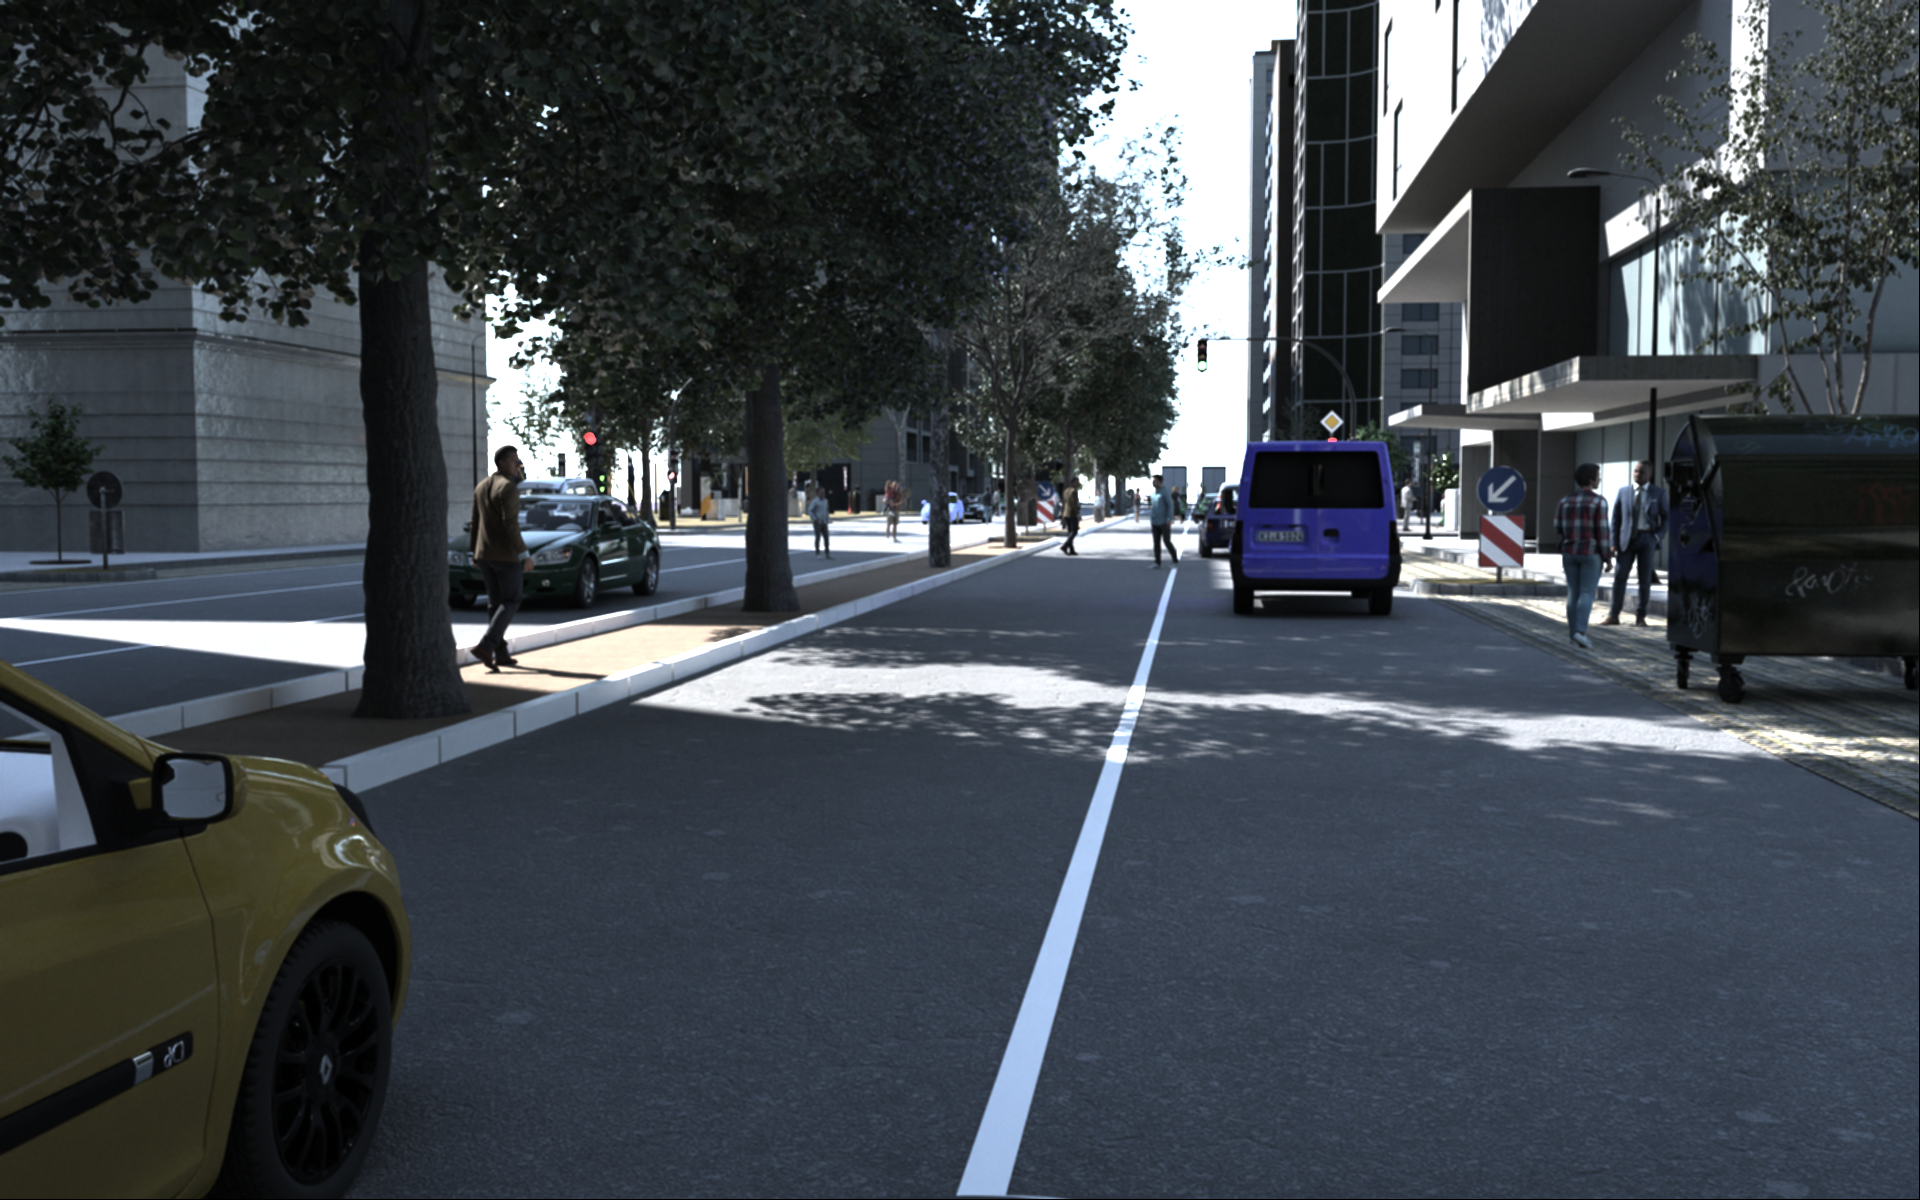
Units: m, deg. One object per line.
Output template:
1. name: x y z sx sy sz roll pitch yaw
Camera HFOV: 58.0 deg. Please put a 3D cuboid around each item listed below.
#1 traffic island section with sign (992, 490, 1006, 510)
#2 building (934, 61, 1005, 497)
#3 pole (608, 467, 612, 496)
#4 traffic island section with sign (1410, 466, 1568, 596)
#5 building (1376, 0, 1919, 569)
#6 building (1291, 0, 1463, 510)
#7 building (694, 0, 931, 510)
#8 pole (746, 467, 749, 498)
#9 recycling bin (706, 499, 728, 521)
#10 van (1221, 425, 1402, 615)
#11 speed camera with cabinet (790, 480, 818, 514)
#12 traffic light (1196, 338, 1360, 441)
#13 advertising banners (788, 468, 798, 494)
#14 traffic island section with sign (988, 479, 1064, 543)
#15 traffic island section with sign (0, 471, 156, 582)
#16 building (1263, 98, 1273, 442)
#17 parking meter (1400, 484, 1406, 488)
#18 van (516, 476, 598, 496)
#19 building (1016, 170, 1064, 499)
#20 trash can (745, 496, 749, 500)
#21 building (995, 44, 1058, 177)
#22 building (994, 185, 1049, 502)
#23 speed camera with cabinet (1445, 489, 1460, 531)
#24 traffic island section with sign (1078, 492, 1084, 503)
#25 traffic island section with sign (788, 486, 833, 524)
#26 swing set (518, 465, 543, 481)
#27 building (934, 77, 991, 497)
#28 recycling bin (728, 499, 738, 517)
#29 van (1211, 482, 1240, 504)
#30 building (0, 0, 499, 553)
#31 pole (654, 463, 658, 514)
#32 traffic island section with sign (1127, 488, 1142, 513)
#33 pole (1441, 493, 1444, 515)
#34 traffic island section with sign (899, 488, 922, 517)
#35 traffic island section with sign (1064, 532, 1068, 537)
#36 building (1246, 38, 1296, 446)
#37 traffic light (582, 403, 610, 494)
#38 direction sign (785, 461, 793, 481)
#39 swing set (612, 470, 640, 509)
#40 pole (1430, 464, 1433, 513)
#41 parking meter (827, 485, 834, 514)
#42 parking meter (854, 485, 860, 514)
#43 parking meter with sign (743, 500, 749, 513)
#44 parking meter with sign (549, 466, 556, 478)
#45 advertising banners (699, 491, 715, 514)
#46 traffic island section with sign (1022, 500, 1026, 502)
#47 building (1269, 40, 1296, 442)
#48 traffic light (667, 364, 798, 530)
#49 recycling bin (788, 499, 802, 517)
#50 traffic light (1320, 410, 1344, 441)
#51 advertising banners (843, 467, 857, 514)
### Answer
1. traffic island section with sign: 3.309 -9.243 159.756 1.989 1.847 2.006 0 4 8
2. building: -7.328 -34.660 186.294 23.786 49.044 30.456 0 4 8
3. pole: -17.658 -5.720 87.368 0.158 3.312 0.155 0 3 0
4. traffic island section with sign: 7.622 -1.012 25.181 1.989 1.847 2.006 0 4 8
5. building: 23.329 -27.168 33.443 28.713 52.752 27.495 0 4 8
6. building: 37.516 -43.474 149.058 20.563 71.187 20.611 0 4 8
7. building: -10.875 -43.299 146.190 20.563 71.187 20.611 0 4 8
8. pole: -15.737 -8.215 128.164 0.158 3.312 0.155 0 3 0
9. recycling bin: -11.893 -4.380 84.168 0.722 1.027 0.722 1 4 22
10. van: 4.463 -1.093 22.256 2.240 2.365 5.245 1 4 9
11. speed camera with cabinet: -10.282 -7.316 113.947 2.038 3.252 0.660 3 4 38
12. traffic light: 9.252 -4.624 50.265 4.771 5.953 1.251 0 4 8
13. advertising banners: -11.698 -7.365 116.612 2.074 3.025 0.090 2 4 32
14. traffic island section with sign: 1.937 -2.668 51.760 2.006 1.907 1.989 0 4 8
15. traffic island section with sign: -14.603 -1.237 28.849 1.989 1.847 2.006 0 4 8
16. building: 44.944 -34.855 189.486 23.786 49.044 30.456 0 4 8
17. parking meter: 26.598 -6.010 103.980 0.255 1.863 0.399 -3 5 -41
18. van: -10.105 -2.146 42.106 2.013 2.044 4.112 1 4 9
19. building: 4.580 -38.938 260.343 21.300 48.544 21.600 0 4 8
20. trash can: -14.125 -6.435 116.867 0.748 1.137 0.748 0 3 0
21. building: 7.438 -51.544 280.999 20.563 71.187 20.611 0 4 8
22. building: 0.356 -35.508 235.187 22.147 44.769 28.867 0 4 8
23. speed camera with cabinet: 18.082 -4.075 60.967 2.038 3.252 0.660 -2 4 -23
24. traffic island section with sign: 18.203 -15.904 268.660 1.989 1.847 2.006 0 4 8
25. traffic island section with sign: -7.178 -4.556 83.116 1.989 1.847 2.006 0 4 8
26. swing set: -23.521 -5.900 94.083 2.862 2.851 3.119 -2 4 -35
27. building: -4.893 -29.368 163.765 14.154 41.232 14.086 0 4 8
28. recycling bin: -12.788 -5.164 96.988 0.722 1.027 0.722 2 4 33
29. van: 10.100 -3.409 62.749 2.013 2.044 4.112 1 4 9
30. building: -36.794 -16.588 47.623 44.131 29.872 17.030 0 4 8
31. pole: -19.655 -7.221 111.911 0.158 3.312 0.155 0 3 0
32. traffic island section with sign: 13.130 -7.670 133.546 2.006 1.907 1.989 0 4 8
33. pole: 29.935 -6.933 107.194 0.158 3.312 0.155 0 3 0
34. traffic island section with sign: -3.417 -6.239 110.636 1.989 1.847 2.006 0 4 8
35. traffic island section with sign: 2.950 -3.117 59.098 2.006 1.907 1.989 0 4 8
36. building: 48.935 -42.131 230.835 21.231 58.520 28.212 0 4 8
37. traffic light: -11.218 -3.930 53.182 0.839 4.253 0.868 0 4 8
38. direction sign: -10.231 -6.763 102.568 0.379 3.537 0.876 3 5 41
39. swing set: -18.823 -5.883 93.806 2.862 2.851 3.119 0 4 3
40. pole: 31.566 -7.472 116.011 0.158 3.312 0.155 0 3 0
41. parking meter: -8.359 -6.509 112.130 0.399 1.863 0.255 1 4 12
42. parking meter: -6.743 -6.581 113.310 0.255 1.863 0.399 -3 5 -42
43. parking meter with sign: -13.618 -7.289 115.441 1.738 3.016 0.543 1 4 16
44. parking meter with sign: -25.816 -6.785 107.200 0.543 3.016 1.738 2 4 34
45. advertising banners: -15.035 -6.310 99.357 2.074 3.025 0.090 -2 4 -28
46. traffic island section with sign: 7.050 -10.915 187.081 1.989 1.847 2.006 0 4 8
47. building: 37.453 -31.683 168.128 14.600 45.320 14.200 0 4 8
48. traffic light: -8.050 -5.271 60.845 4.771 5.953 1.251 0 4 8
49. recycling bin: -9.212 -5.116 96.203 0.722 1.027 0.722 1 4 10
50. traffic light: 12.419 -4.227 58.035 0.839 4.253 0.868 0 4 8
51. advertising banners: -7.002 -6.976 110.243 0.090 3.025 2.074 -2 4 -27
